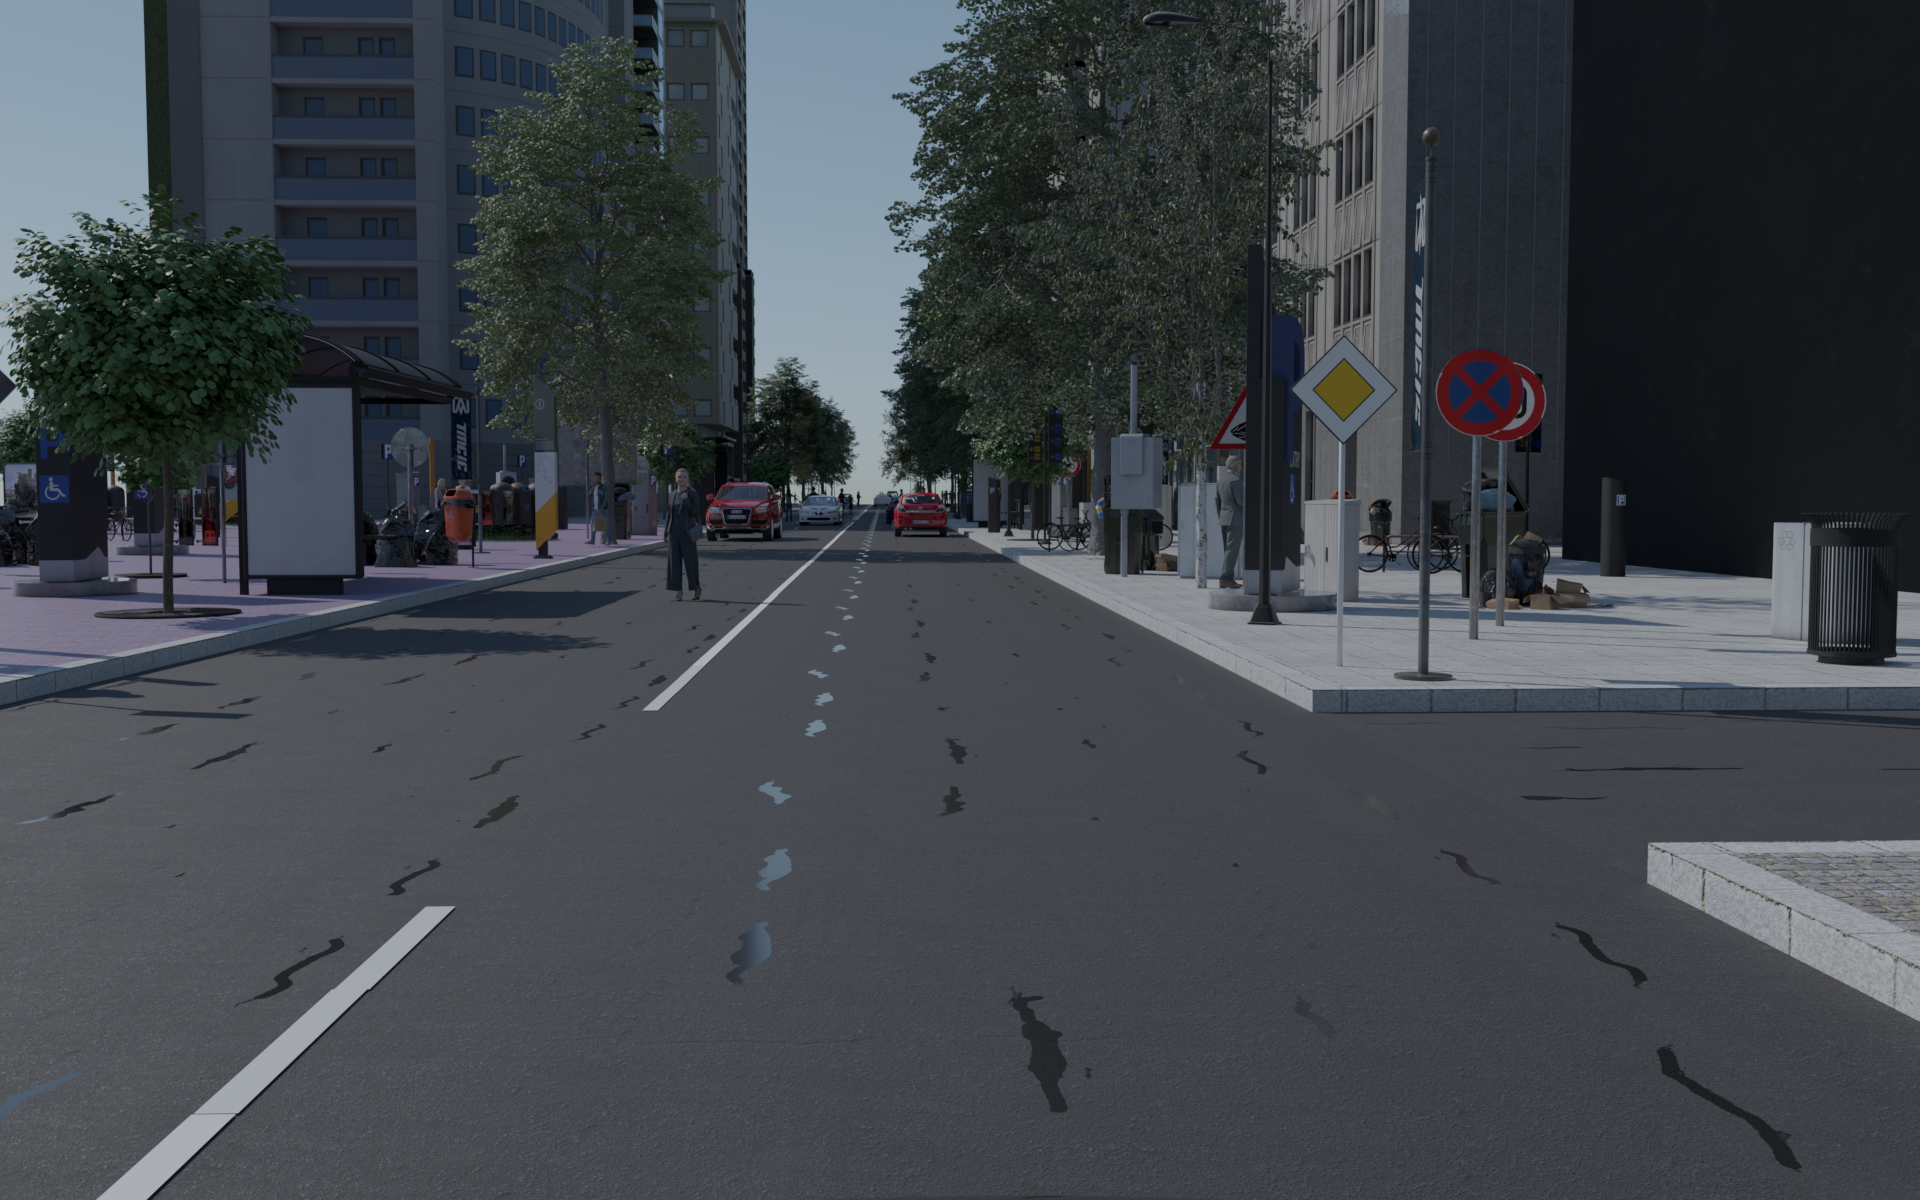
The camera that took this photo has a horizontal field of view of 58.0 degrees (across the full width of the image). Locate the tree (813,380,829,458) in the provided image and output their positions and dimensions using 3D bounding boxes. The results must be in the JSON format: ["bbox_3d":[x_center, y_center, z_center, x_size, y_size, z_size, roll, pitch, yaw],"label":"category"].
[{"bbox_3d":[-14.434,-13.745,142.865,7.486,12.596,7.792,0,3,0],"label":"tree"}]

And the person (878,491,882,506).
[{"bbox_3d":[-9.366,-11.867,203.044,1.217,1.766,0.721,-1,4,-15],"label":"person"}]

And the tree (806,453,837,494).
[{"bbox_3d":[-15.791,-14.900,193.974,4.360,8.622,3.978,0,3,0],"label":"tree"}]

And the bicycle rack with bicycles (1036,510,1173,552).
[{"bbox_3d":[3.045,-1.560,38.894,2.925,0.926,2.852,2,4,25],"label":"bicycle rack with bicycles"}]

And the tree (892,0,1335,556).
[{"bbox_3d":[3.078,-7.912,36.023,9.857,13.997,8.962,0,3,0],"label":"tree"}]

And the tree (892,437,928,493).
[{"bbox_3d":[-4.860,-17.525,220.949,7.601,10.594,8.767,0,4,-7],"label":"tree"}]

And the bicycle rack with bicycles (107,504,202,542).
[{"bbox_3d":[-21.774,-2.082,47.431,2.852,0.926,2.925,-3,5,-44],"label":"bicycle rack with bicycles"}]

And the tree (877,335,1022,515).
[{"bbox_3d":[0.296,-11.620,106.989,9.611,12.733,9.660,0,3,0],"label":"tree"}]

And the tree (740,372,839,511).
[{"bbox_3d":[-13.300,-12.075,131.835,7.601,10.594,8.767,1,4,23],"label":"tree"}]

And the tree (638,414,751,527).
[{"bbox_3d":[-11.162,-5.101,67.108,4.285,4.588,4.351,0,3,0],"label":"tree"}]

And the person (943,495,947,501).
[{"bbox_3d":[-1.661,-12.605,212.963,1.217,1.723,0.721,1,4,22],"label":"person"}]

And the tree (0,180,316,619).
[{"bbox_3d":[-8.434,-2.111,18.232,4.285,4.588,4.351,0,3,0],"label":"tree"}]

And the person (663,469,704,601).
[{"bbox_3d":[-3.732,-0.879,23.298,0.576,1.772,0.534,0,4,2],"label":"person"}]

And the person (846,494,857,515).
[{"bbox_3d":[-7.626,-6.698,121.277,1.065,1.426,0.557,3,4,39],"label":"person"}]

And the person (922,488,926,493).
[{"bbox_3d":[-2.001,-4.915,89.309,0.683,1.767,0.568,-2,4,-32],"label":"person"}]

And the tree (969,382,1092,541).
[{"bbox_3d":[2.078,-3.919,47.794,4.285,4.588,4.351,0,3,0],"label":"tree"}]

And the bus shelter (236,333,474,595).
[{"bbox_3d":[-8.500,-1.865,24.420,2.014,3.302,5.546,0,4,-2],"label":"bus shelter"}]

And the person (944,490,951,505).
[{"bbox_3d":[-1.382,-10.888,184.856,0.742,1.727,0.445,-3,4,-36],"label":"person"}]

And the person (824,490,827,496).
[{"bbox_3d":[-17.151,-13.195,221.789,0.705,1.822,1.348,0,4,-3],"label":"person"}]

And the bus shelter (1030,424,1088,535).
[{"bbox_3d":[3.093,-4.039,57.318,1.731,3.624,6.357,0,4,-3],"label":"bus shelter"}]

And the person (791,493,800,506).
[{"bbox_3d":[-17.943,-10.958,188.435,0.991,1.433,0.599,-1,4,-10],"label":"person"}]

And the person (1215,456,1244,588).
[{"bbox_3d":[3.786,-1.066,23.652,0.590,1.801,0.661,-1,4,-22],"label":"person"}]

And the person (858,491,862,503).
[{"bbox_3d":[-12.871,-12.967,220.597,0.705,1.812,1.348,-2,4,-26],"label":"person"}]

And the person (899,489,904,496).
[{"bbox_3d":[-4.366,-7.329,128.327,0.705,1.824,1.348,-2,4,-32],"label":"person"}]

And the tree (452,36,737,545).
[{"bbox_3d":[-9.179,-7.665,43.457,7.486,12.596,7.792,0,3,0],"label":"tree"}]

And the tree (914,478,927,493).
[{"bbox_3d":[-4.674,-12.103,192.488,1.663,3.219,1.824,0,3,0],"label":"tree"}]

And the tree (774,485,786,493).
[{"bbox_3d":[-13.377,-8.009,125.543,1.663,3.219,1.824,0,3,0],"label":"tree"}]

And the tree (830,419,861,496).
[{"bbox_3d":[-17.387,-18.917,235.049,9.928,11.665,9.643,0,3,0],"label":"tree"}]

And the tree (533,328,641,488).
[{"bbox_3d":[-15.538,-7.476,72.592,4.360,8.622,3.978,0,3,0],"label":"tree"}]

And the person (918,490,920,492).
[{"bbox_3d":[-4.097,-10.076,171.709,0.541,1.710,0.530,0,4,-7],"label":"person"}]

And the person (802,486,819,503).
[{"bbox_3d":[-8.252,-5.459,97.384,1.348,1.869,0.705,-2,4,-26],"label":"person"}]

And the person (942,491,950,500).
[{"bbox_3d":[-1.531,-11.505,194.866,1.217,1.736,0.721,-1,4,-22],"label":"person"}]

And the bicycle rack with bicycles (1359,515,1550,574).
[{"bbox_3d":[8.231,-0.921,28.446,2.925,0.926,2.852,2,4,35],"label":"bicycle rack with bicycles"}]

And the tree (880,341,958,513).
[{"bbox_3d":[-0.428,-12.800,119.652,12.009,13.543,11.850,0,3,0],"label":"tree"}]

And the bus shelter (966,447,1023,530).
[{"bbox_3d":[1.347,-4.285,63.980,2.014,3.302,5.546,0,4,-3],"label":"bus shelter"}]

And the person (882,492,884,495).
[{"bbox_3d":[-10.119,-13.376,227.991,1.217,1.735,0.721,2,4,23],"label":"person"}]

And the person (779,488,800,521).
[{"bbox_3d":[-8.973,-4.993,90.859,1.217,1.735,0.721,0,4,-6],"label":"person"}]

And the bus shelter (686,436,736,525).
[{"bbox_3d":[-10.496,-4.973,72.591,1.731,3.624,6.357,0,4,-2],"label":"bus shelter"}]

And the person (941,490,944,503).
[{"bbox_3d":[-2.353,-14.195,238.221,0.705,1.814,1.350,2,4,28],"label":"person"}]

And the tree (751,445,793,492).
[{"bbox_3d":[-12.657,-8.089,115.967,4.285,4.588,4.351,0,3,0],"label":"tree"}]

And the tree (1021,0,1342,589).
[{"bbox_3d":[3.044,-4.460,23.279,4.360,8.622,3.978,0,3,0],"label":"tree"}]

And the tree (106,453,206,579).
[{"bbox_3d":[-12.408,-1.951,26.503,1.663,3.219,1.824,0,3,0],"label":"tree"}]

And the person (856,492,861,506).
[{"bbox_3d":[-12.597,-12.610,215.382,0.721,1.735,1.217,1,4,22],"label":"person"}]

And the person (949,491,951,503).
[{"bbox_3d":[-1.245,-13.202,222.411,1.217,1.766,0.721,-1,4,-13],"label":"person"}]

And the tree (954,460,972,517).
[{"bbox_3d":[0.450,-6.261,96.973,1.663,3.219,1.824,0,3,0],"label":"tree"}]

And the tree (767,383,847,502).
[{"bbox_3d":[-16.295,-16.026,179.033,9.611,12.733,9.660,0,3,0],"label":"tree"}]

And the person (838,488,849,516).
[{"bbox_3d":[-7.686,-6.412,113.271,0.705,1.831,1.348,2,4,26],"label":"person"}]

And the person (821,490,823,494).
[{"bbox_3d":[-17.162,-12.874,216.983,0.568,1.767,0.683,-1,4,-15],"label":"person"}]

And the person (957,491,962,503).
[{"bbox_3d":[0.025,-7.376,127.303,0.551,1.740,0.621,0,3,0],"label":"person"}]

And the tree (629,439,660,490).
[{"bbox_3d":[-10.742,-3.903,58.413,1.663,3.219,1.824,0,3,0],"label":"tree"}]

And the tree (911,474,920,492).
[{"bbox_3d":[-5.540,-17.009,228.455,4.360,8.622,3.978,0,3,0],"label":"tree"}]
